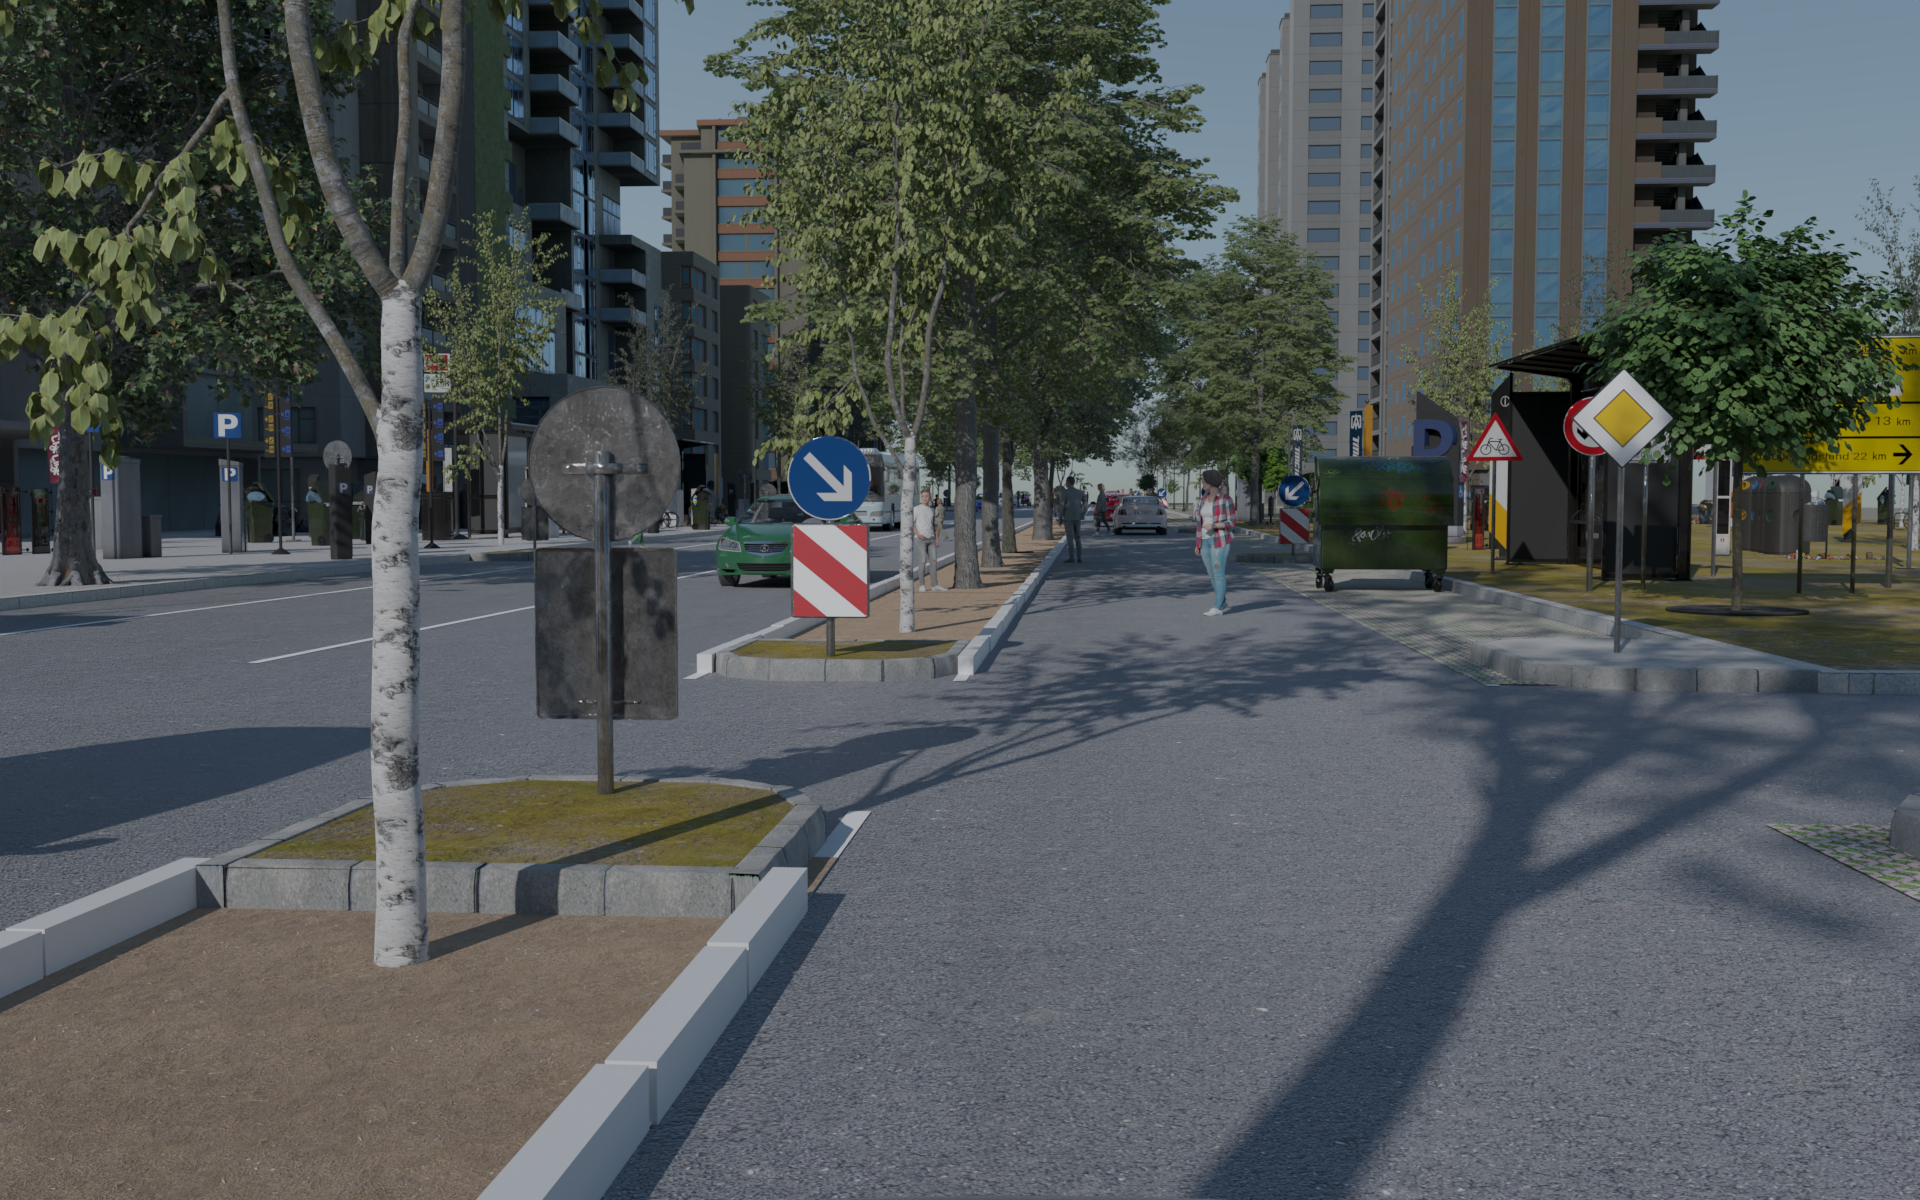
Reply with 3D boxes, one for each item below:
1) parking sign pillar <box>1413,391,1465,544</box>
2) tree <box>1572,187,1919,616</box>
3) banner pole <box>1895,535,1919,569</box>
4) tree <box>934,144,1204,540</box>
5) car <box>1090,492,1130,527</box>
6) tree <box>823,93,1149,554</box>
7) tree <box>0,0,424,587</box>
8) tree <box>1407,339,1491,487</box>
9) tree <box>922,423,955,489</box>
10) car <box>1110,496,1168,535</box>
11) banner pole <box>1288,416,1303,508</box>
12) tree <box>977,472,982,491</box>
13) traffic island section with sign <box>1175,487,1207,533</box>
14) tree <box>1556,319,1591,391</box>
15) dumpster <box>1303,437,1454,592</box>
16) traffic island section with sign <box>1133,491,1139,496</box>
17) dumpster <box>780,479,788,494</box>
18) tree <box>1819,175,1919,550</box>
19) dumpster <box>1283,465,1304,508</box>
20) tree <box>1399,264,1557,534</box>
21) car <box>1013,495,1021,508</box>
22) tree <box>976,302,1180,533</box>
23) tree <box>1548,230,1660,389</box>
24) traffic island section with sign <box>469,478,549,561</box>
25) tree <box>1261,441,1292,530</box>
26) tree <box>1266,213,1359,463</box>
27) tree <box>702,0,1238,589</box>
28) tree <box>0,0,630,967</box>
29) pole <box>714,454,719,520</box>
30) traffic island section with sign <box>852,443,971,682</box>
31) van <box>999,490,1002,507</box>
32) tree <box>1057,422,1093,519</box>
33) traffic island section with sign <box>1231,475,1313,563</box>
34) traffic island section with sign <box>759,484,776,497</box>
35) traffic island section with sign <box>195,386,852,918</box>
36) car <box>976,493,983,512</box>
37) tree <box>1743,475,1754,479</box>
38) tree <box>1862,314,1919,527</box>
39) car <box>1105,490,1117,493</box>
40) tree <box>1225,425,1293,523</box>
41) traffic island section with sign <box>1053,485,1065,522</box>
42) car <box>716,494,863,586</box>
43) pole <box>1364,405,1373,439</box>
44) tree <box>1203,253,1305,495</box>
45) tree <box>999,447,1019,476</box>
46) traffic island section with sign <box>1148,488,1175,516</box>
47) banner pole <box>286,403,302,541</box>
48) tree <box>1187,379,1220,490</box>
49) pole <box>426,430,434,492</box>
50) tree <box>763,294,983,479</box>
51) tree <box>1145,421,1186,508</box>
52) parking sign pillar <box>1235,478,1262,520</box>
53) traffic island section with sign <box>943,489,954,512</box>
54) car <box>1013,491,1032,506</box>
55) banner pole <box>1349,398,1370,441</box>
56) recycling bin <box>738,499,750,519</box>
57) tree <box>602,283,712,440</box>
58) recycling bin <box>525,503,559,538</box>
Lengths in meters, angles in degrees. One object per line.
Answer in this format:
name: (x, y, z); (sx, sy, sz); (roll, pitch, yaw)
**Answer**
parking sign pillar: (12.412, -3.457, 44.998); (1.447, 3.967, 1.447); (3, 5, 39)
tree: (8.456, -2.146, 18.801); (4.285, 4.588, 4.351); (0, 3, 0)
banner pole: (16.394, -2.427, 29.702); (0.401, 3.779, 0.863); (3, 5, 42)
tree: (2.568, -8.808, 53.130); (9.857, 13.997, 8.962); (0, 3, 0)
car: (6.820, -4.115, 76.318); (2.155, 1.783, 4.494); (0, 4, 4)
tree: (1.087, -6.942, 41.710); (9.928, 11.665, 9.643); (0, 3, 0)
tree: (-12.472, -6.561, 24.287); (9.611, 12.733, 9.660); (0, 3, 0)
tree: (22.966, -8.012, 81.353); (4.360, 8.622, 3.978); (0, 3, 0)
tree: (-2.076, -13.223, 166.558); (4.360, 8.622, 3.978); (0, 3, 0)
car: (6.433, -3.043, 62.116); (2.083, 1.381, 4.827); (0, 4, 4)
banner pole: (10.657, -3.992, 55.289); (0.401, 3.779, 0.863); (-2, 4, -29)
tree: (0.962, -13.551, 205.273); (4.285, 4.588, 4.351); (0, 3, 0)
traffic island section with sign: (9.053, -3.371, 63.745); (1.989, 1.847, 2.006); (0, 4, 5)
tree: (25.450, -7.445, 72.085); (4.737, 8.622, 4.395); (0, 3, 0)
dumpster: (6.182, -1.259, 25.536); (1.985, 2.255, 1.502); (0, 4, 6)
traffic island section with sign: (15.311, -8.075, 140.648); (1.989, 1.847, 2.006); (0, 4, 5)
dumpster: (-8.534, -5.264, 88.565); (1.502, 2.255, 1.985); (0, 4, 5)
tree: (21.601, -5.441, 39.330); (4.360, 8.622, 3.978); (0, 3, 0)
dumpster: (11.516, -3.326, 56.868); (1.502, 2.255, 1.985); (0, 4, 4)
tree: (16.032, -6.393, 54.888); (4.737, 8.622, 4.395); (0, 3, 0)
car: (5.577, -10.627, 186.108); (2.083, 1.381, 4.827); (0, 4, 3)
tree: (3.164, -7.655, 62.026); (8.767, 10.594, 7.601); (0, 4, 5)
tree: (18.816, -6.047, 49.231); (4.360, 8.622, 3.978); (0, 3, 0)
traffic island section with sign: (-9.468, -1.796, 37.985); (1.989, 1.847, 2.006); (0, 4, 5)
tree: (11.387, -4.168, 62.741); (1.663, 3.219, 1.824); (0, 3, 0)
tree: (12.356, -9.296, 70.114); (7.486, 12.596, 7.792); (0, 3, 0)
tree: (0.175, -6.407, 25.340); (7.486, 12.596, 7.792); (0, 3, 0)
tree: (-1.723, -3.207, 5.261); (4.737, 8.622, 4.395); (0, 3, 0)
pole: (-12.250, -5.705, 87.117); (0.158, 3.312, 0.155); (0, 3, 0)
traffic island section with sign: (-0.965, -0.371, 14.197); (2.006, 1.907, 1.989); (0, 4, 5)
van: (3.411, -9.281, 158.753); (2.013, 2.044, 4.112); (0, 4, 6)
tree: (5.157, -8.250, 87.709); (4.360, 8.622, 3.978); (0, 3, 0)
traffic island section with sign: (6.851, -1.706, 36.513); (1.989, 1.847, 2.006); (0, 4, 5)
traffic island section with sign: (-7.260, -3.452, 65.076); (1.989, 1.847, 2.006); (0, 4, 5)
traffic island section with sign: (-1.574, 0.081, 6.815); (2.006, 1.907, 1.989); (0, 4, 5)
car: (1.955, -7.940, 139.405); (1.945, 1.707, 3.694); (0, 4, 4)
tree: (38.662, -8.224, 84.829); (4.360, 8.622, 3.978); (0, 3, 0)
tree: (36.366, -7.117, 66.728); (4.737, 8.622, 4.395); (0, 3, 0)
car: (15.673, -10.374, 178.292); (2.281, 1.827, 5.304); (0, 4, 3)
tree: (13.473, -5.717, 77.183); (4.285, 4.588, 4.351); (0, 3, 0)
traffic island section with sign: (5.112, -4.951, 89.090); (2.006, 1.907, 1.989); (0, 4, 5)
car: (-2.660, -1.011, 28.327); (2.131, 1.459, 4.920); (0, 4, 7)
pole: (9.362, -2.811, 39.798); (0.158, 3.312, 0.155); (0, 3, 0)
tree: (14.005, -11.283, 91.137); (9.857, 13.997, 8.962); (0, 3, 0)
tree: (3.835, -20.307, 242.394); (12.009, 13.543, 11.850); (0, 3, 0)
traffic island section with sign: (13.102, -6.413, 113.479); (1.989, 1.847, 2.006); (0, 4, 5)
banner pole: (-18.227, -3.500, 47.248); (0.401, 3.779, 0.863); (-1, 4, -19)
tree: (14.979, -9.234, 101.345); (4.737, 8.622, 4.395); (0, 3, 0)
pole: (-16.787, -3.732, 54.860); (0.158, 3.312, 0.155); (0, 3, 0)
tree: (-6.812, -11.732, 102.193); (12.009, 13.543, 11.850); (0, 3, 0)
tree: (19.210, -12.840, 160.303); (4.360, 8.622, 3.978); (0, 3, 0)
parking sign pillar: (14.065, -5.866, 84.375); (1.447, 3.967, 1.447); (-1, 4, -23)
traffic island section with sign: (-1.024, -8.151, 141.891); (1.989, 1.847, 2.006); (0, 4, 5)
car: (7.524, -12.281, 209.462); (2.281, 1.827, 5.304); (0, 4, 6)
banner pole: (10.535, -3.401, 45.626); (0.401, 3.779, 0.863); (-2, 4, -31)
recycling bin: (-10.986, -4.676, 89.006); (0.722, 1.027, 0.722); (-1, 4, -15)
tree: (-10.827, -6.778, 61.175); (4.360, 8.622, 3.978); (0, 3, 0)
recycling bin: (-12.201, -2.326, 50.586); (0.722, 1.027, 0.722); (1, 4, 18)
